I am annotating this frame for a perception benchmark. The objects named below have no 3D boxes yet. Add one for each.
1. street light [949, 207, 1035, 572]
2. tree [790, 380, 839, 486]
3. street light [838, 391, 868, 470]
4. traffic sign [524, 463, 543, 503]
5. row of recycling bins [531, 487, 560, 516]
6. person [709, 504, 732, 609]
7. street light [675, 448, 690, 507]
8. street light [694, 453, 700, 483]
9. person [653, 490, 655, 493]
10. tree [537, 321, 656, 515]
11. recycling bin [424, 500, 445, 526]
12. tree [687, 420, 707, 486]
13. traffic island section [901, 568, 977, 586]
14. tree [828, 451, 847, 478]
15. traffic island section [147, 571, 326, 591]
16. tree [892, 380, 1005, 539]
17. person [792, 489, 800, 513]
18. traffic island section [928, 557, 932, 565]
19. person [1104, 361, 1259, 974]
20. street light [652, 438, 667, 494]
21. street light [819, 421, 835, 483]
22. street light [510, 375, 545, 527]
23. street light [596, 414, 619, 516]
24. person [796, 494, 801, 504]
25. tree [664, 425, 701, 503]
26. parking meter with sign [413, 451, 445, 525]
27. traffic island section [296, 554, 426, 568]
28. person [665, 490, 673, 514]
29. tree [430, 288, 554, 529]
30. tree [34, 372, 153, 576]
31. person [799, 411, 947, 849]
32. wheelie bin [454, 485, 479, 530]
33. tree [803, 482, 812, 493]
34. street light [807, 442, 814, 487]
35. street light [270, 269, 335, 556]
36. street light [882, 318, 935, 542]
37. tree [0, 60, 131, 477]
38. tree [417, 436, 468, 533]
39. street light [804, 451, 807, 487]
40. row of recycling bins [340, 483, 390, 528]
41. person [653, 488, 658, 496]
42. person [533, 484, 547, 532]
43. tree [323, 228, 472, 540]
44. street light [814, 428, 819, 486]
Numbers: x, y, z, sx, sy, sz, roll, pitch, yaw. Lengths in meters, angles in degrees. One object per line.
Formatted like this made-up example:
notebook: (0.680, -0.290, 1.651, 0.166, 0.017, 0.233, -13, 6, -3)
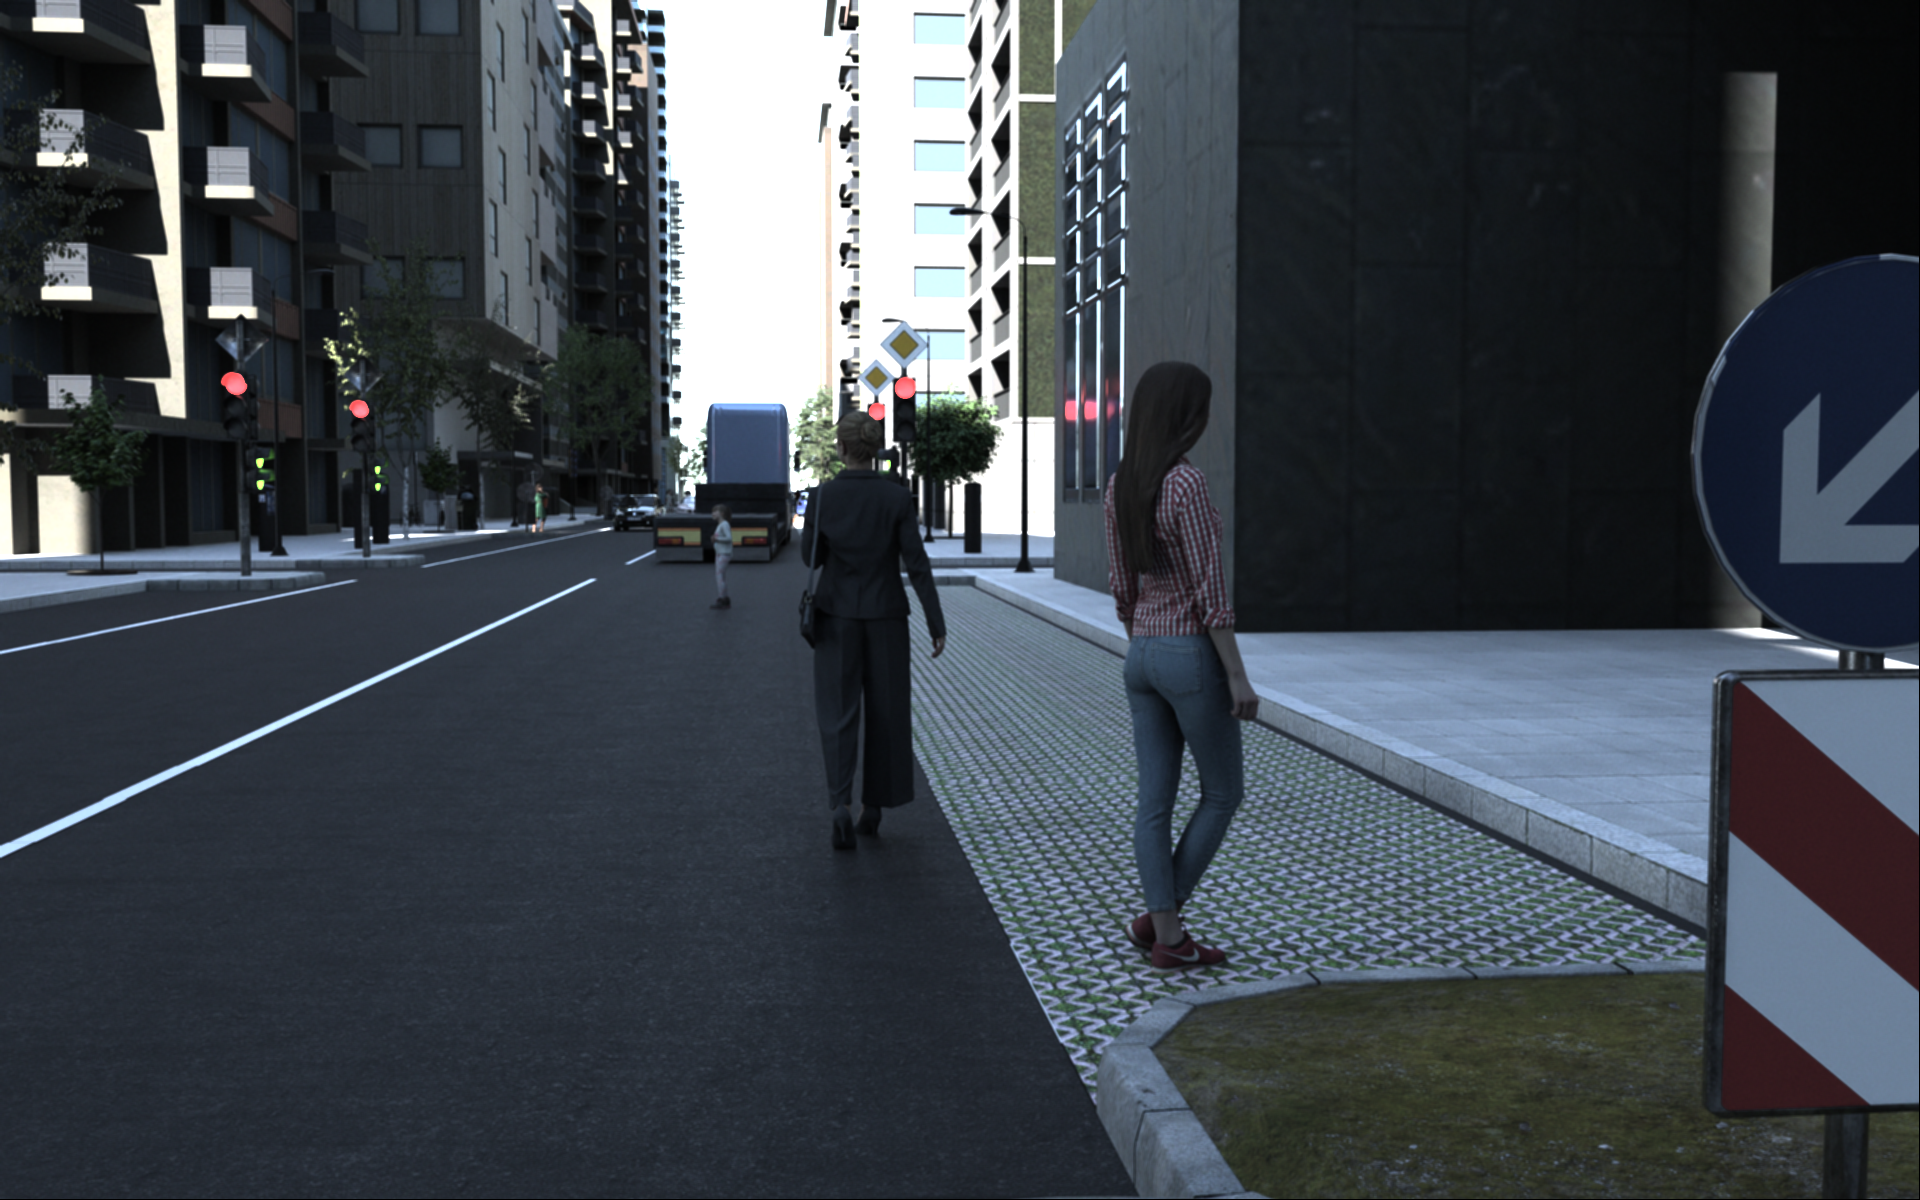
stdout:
street light: (0.523, -3.409, 28.271, 1.470, 5.913, 1.316, 0, 4, -6)
tree: (-15.093, -17.645, 195.150, 9.857, 13.997, 8.962, 0, 3, 0)
street light: (-4.714, -6.472, 78.351, 1.470, 5.913, 1.316, 0, 4, -6)
traffic sign: (-17.511, -4.343, 71.106, 0.768, 2.556, 0.104, 0, 4, -5)
row of recycling bins: (-24.880, -5.933, 104.118, 1.069, 1.692, 3.534, 0, 4, 5)
person: (-3.008, -0.549, 21.761, 0.394, 1.301, 0.425, -3, 5, -41)
street light: (-28.181, -12.387, 175.073, 1.470, 5.913, 1.316, 0, 4, -6)
street light: (-30.098, -13.518, 193.566, 1.470, 5.913, 1.316, 0, 4, -6)
person: (-22.060, -7.130, 125.795, 0.721, 1.735, 1.217, 0, 4, 3)
tree: (-22.121, -10.983, 105.331, 9.928, 11.665, 9.643, 0, 3, 0)
recycling bin: (-21.203, -3.512, 69.972, 0.722, 1.027, 0.722, 0, 4, 0)
tree: (-37.639, -21.046, 262.229, 7.486, 12.596, 7.792, 0, 3, 0)
traffic island section: (-0.884, -0.365, 28.251, 2.009, 0.180, 2.903, 0, 4, -6)
tree: (-7.056, -7.987, 114.298, 4.285, 4.588, 4.351, 0, 3, 0)
traffic island section: (-11.220, -0.300, 27.179, 2.009, 0.180, 2.903, 0, 4, -6)
tree: (-0.348, -4.059, 50.078, 4.285, 4.588, 4.351, 0, 3, 0)
person: (-12.369, -7.558, 132.030, 1.348, 1.831, 0.705, 1, 4, 14)
traffic island section: (-1.715, -0.851, 36.193, 2.009, 0.180, 2.903, 0, 4, -6)
person: (0.669, 0.204, 5.168, 0.388, 1.821, 0.555, -3, 5, -41)
street light: (-24.895, -10.445, 143.311, 1.470, 5.913, 1.316, 0, 4, -6)
street light: (-8.031, -8.414, 110.109, 1.470, 5.913, 1.316, 0, 4, -6)
street light: (-16.889, -5.817, 67.646, 1.470, 5.913, 1.316, 0, 4, -6)
street light: (-20.347, -7.788, 99.883, 1.470, 5.913, 1.316, 0, 4, -6)
person: (-11.349, -6.814, 123.162, 0.557, 1.426, 1.065, 1, 4, 18)
tree: (-29.912, -14.371, 185.333, 4.737, 8.622, 4.395, 0, 3, 0)
parking meter with sign: (-21.428, -4.566, 70.914, 1.738, 3.016, 0.543, -1, 4, -13)
traffic island section: (-12.051, -0.785, 35.121, 2.009, 0.180, 2.903, 0, 4, -6)
person: (-17.868, -5.935, 106.548, 0.522, 1.701, 0.512, 0, 4, 7)
tree: (-17.096, -6.865, 62.603, 4.360, 8.622, 3.978, 0, 3, 0)
tree: (-13.644, -2.017, 27.580, 1.663, 3.219, 1.824, 0, 3, 0)
person: (-0.377, 0.110, 7.125, 0.576, 1.772, 0.534, -1, 4, -21)
wheelie bin: (-17.487, -3.271, 61.396, 0.693, 1.594, 0.980, -3, 5, -44)
tree: (-20.451, -14.618, 233.606, 1.663, 3.219, 1.824, 0, 3, 0)
street light: (-12.664, -11.122, 154.383, 1.470, 5.913, 1.316, 0, 4, -6)
street light: (-13.613, -3.874, 35.883, 1.470, 5.913, 1.316, 0, 4, -6)
street light: (-1.370, -4.485, 45.876, 1.470, 5.913, 1.316, 0, 4, -6)
tree: (-13.187, -4.380, 21.978, 4.360, 8.622, 3.978, 0, 3, 0)
tree: (-17.291, -3.866, 57.817, 1.663, 3.219, 1.824, 0, 3, 0)
street light: (-16.005, -13.089, 186.542, 1.470, 5.913, 1.316, 0, 4, -6)
row of recycling bins: (-23.294, -3.703, 67.662, 1.069, 1.692, 3.534, 0, 4, 4)
person: (-18.419, -5.764, 102.960, 1.509, 1.804, 0.699, -3, 5, -40)
person: (-15.049, -3.251, 61.900, 0.529, 1.795, 0.600, -1, 4, -21)
tree: (-15.557, -5.988, 48.265, 4.737, 8.622, 4.395, 0, 3, 0)
street light: (-9.421, -9.179, 122.617, 1.470, 5.913, 1.316, 0, 4, -6)
